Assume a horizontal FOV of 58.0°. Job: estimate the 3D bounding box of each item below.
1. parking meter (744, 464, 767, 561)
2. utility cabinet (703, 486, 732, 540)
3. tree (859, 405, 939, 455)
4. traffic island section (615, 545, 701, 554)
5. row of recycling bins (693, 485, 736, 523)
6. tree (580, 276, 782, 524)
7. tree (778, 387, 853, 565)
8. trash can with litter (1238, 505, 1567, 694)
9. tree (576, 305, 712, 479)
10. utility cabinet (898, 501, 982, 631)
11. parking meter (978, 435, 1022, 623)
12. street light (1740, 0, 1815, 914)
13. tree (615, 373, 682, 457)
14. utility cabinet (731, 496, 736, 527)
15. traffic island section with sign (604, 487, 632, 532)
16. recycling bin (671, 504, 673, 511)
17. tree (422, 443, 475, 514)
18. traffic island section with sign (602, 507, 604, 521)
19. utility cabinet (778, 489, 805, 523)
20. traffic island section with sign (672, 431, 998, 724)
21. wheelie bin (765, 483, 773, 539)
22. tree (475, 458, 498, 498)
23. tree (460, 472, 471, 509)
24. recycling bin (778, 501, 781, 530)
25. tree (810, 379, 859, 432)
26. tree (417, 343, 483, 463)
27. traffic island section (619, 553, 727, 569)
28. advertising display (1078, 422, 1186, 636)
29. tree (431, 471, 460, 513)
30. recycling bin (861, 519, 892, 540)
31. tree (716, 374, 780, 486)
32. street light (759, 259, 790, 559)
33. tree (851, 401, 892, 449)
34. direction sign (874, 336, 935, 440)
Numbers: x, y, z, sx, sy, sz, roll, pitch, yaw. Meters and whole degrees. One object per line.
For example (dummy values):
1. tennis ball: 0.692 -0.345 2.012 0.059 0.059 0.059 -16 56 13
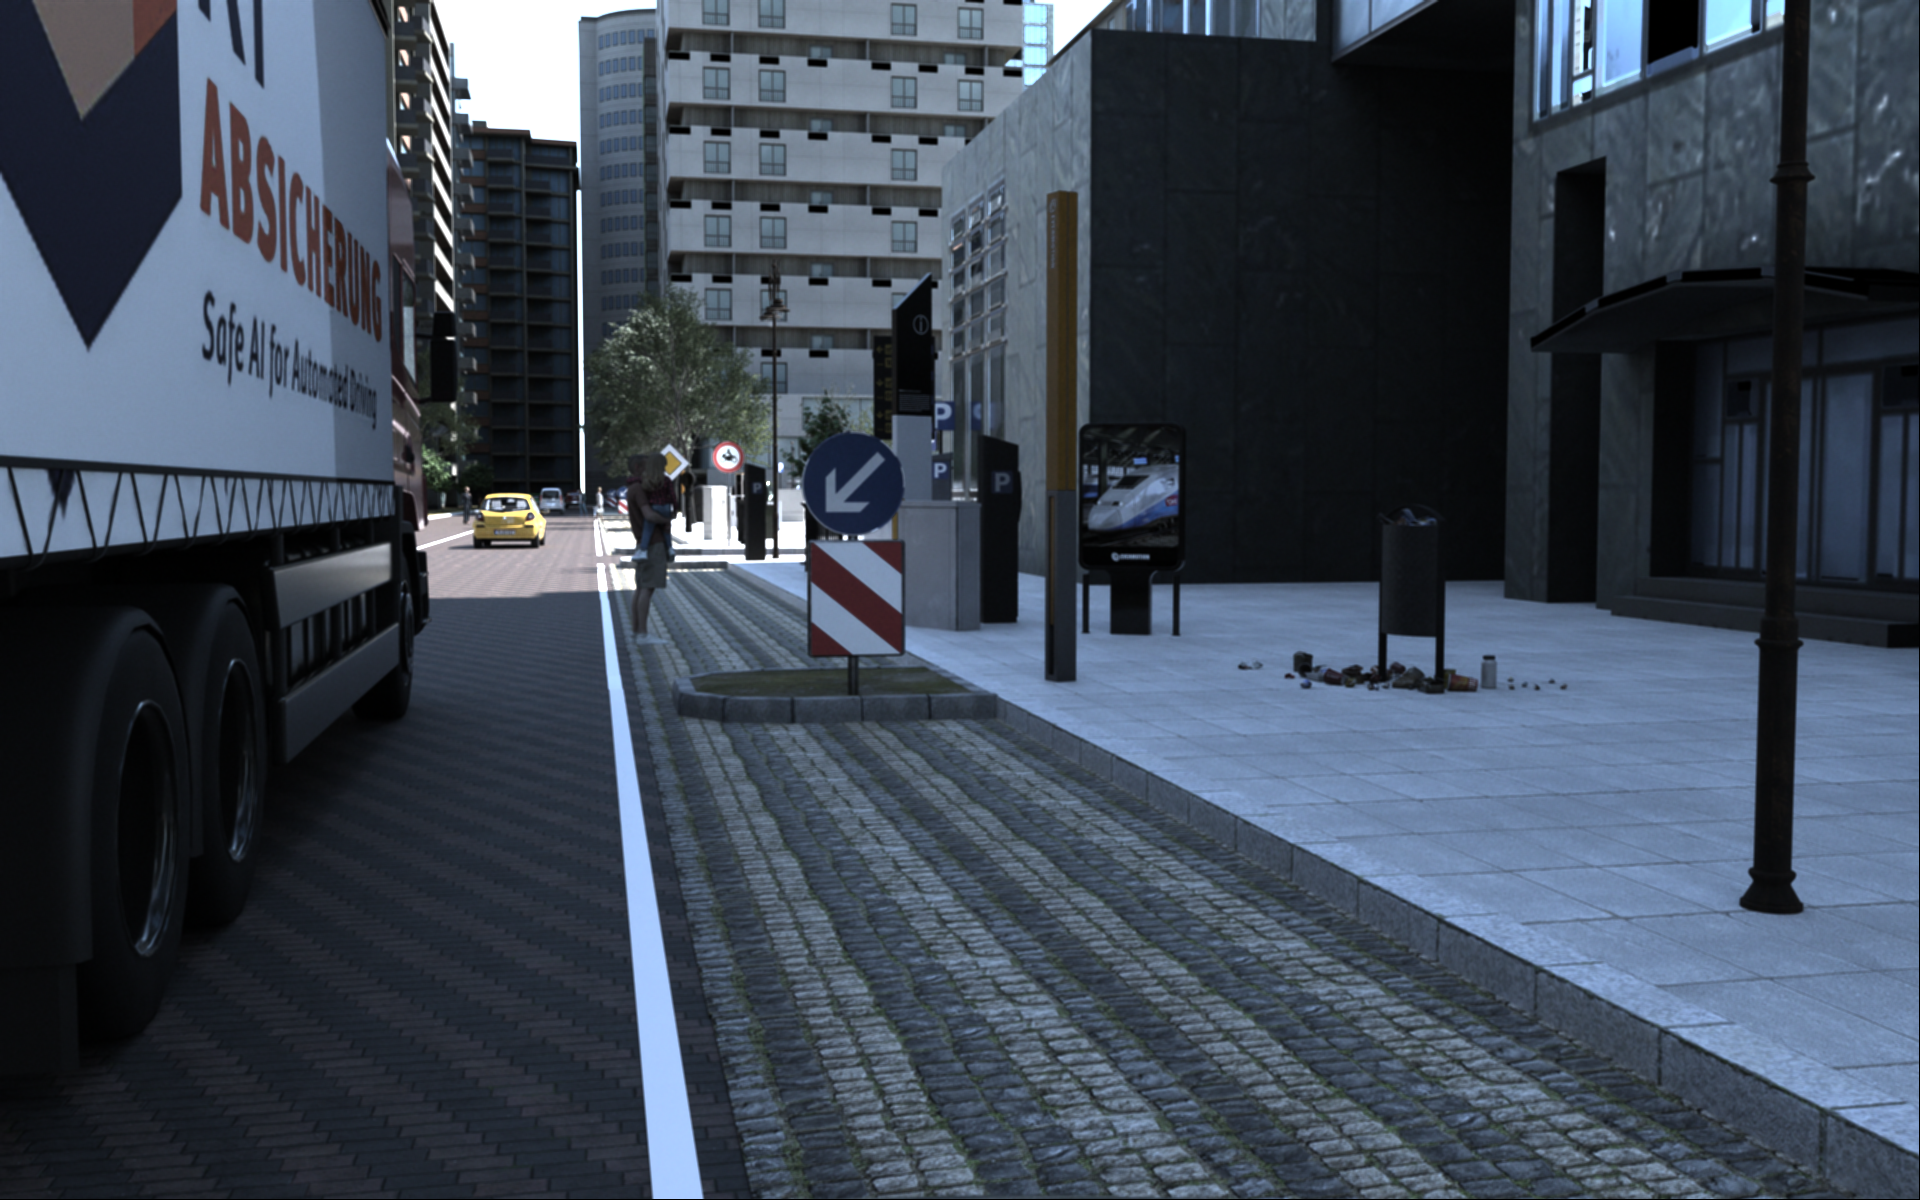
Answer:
1. parking meter: -3.931 -1.689 33.331 0.399 1.863 0.255 -2 4 -27
2. utility cabinet: -6.745 -2.419 48.227 0.318 1.500 1.173 1 4 19
3. tree: -3.007 -9.268 101.889 4.360 8.622 3.978 0 3 0
4. traffic island section: -7.354 -1.208 42.040 2.009 0.180 2.903 -1 4 -12
5. row of recycling bins: -10.559 -4.389 78.871 3.534 1.692 1.069 -2 4 -35
6. tree: -11.567 -8.530 73.883 8.767 10.594 7.601 -2 4 -35
7. tree: -2.529 -2.254 31.450 1.663 3.219 1.824 0 3 0
8. trash can with litter: 2.890 -0.054 11.948 1.678 1.210 2.233 -2 4 -33
9. tree: -20.641 -12.663 113.690 9.857 13.997 8.962 0 3 0
10. utility cabinet: -0.204 -0.334 16.630 0.306 1.237 1.020 -3 4 -36
11. parking meter: 0.392 -0.708 17.289 0.399 1.863 0.255 -1 4 -17
12. street light: 2.517 -1.982 5.194 0.468 5.910 1.993 -1 4 -12
13. tree: -17.983 -9.296 102.359 4.360 8.622 3.978 0 3 0
14. utility cabinet: -9.004 -3.405 66.836 1.020 1.237 0.306 -3 4 -36
15. traffic island section with sign: -12.453 -3.516 66.107 1.989 1.847 2.006 -1 4 -12
16. recycling bin: -15.984 -5.026 94.723 0.722 1.027 0.722 -2 4 -32
17. tree: -34.494 -7.805 111.321 4.285 4.588 4.351 0 3 0
18. traffic island section with sign: -18.061 -5.128 92.475 1.989 1.847 2.006 -1 4 -12
19. utility cabinet: -7.489 -4.176 76.951 1.173 1.500 0.318 0 4 3
20. traffic island section with sign: -0.931 -0.189 11.719 1.989 1.847 2.006 -1 4 -12
21. wheelie bin: -5.688 -2.529 49.263 0.980 1.594 0.693 -3 5 -43
22. tree: -43.716 -10.629 157.494 4.285 4.588 4.351 0 3 0
23. tree: -43.795 -9.666 152.636 1.663 3.219 1.824 0 3 0
24. recycling bin: -6.724 -2.989 61.426 0.722 1.027 0.722 -1 4 -9
25. tree: -7.796 -9.875 111.823 4.360 8.622 3.978 0 3 0
26. tree: -32.178 -10.352 103.669 7.601 10.594 8.767 -1 4 -23
27. traffic island section: -5.696 -0.731 34.228 2.009 0.180 2.903 -1 4 -12
28. advertising display: 1.564 -0.647 15.791 0.974 1.923 0.123 1 4 20
29. tree: -35.886 -7.667 119.962 1.663 3.219 1.824 0 3 0
30. recycling bin: -1.612 -1.365 34.880 0.722 1.027 0.722 -1 4 -8
31. tree: -12.352 -9.088 98.953 4.737 8.622 4.395 0 3 0
32. street light: -3.653 -3.755 34.175 0.468 5.910 1.993 -1 4 -12
33. tree: -4.546 -9.595 107.233 4.737 8.622 4.395 0 3 0
34. direction sign: -0.799 -2.014 24.921 0.876 3.537 0.379 0 4 -5
